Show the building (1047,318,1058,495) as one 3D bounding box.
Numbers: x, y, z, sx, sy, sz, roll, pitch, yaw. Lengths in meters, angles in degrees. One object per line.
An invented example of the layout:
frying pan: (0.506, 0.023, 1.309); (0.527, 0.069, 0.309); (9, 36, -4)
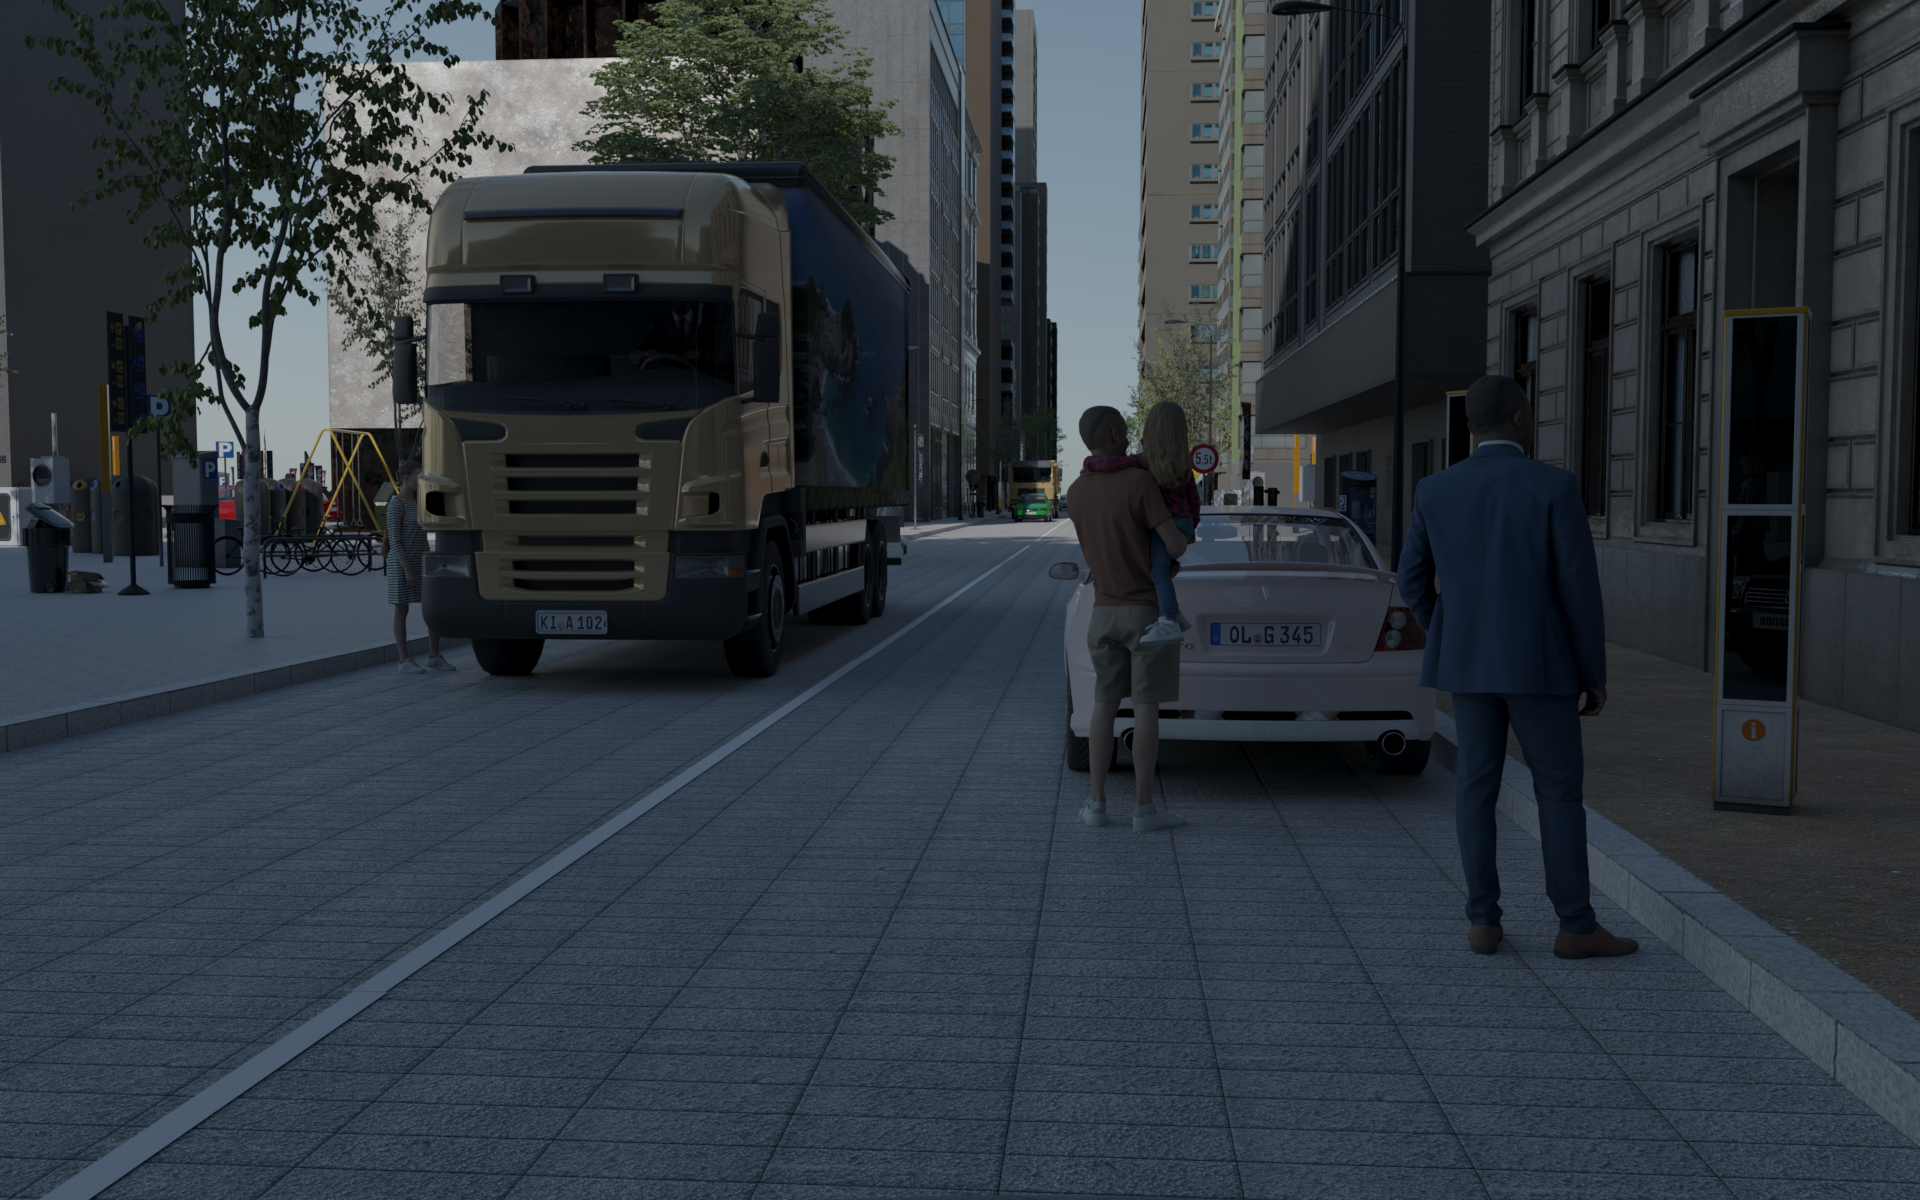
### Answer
building: (8.561, -31.121, 280.530); (14.160, 30.474, 14.107); (0, 4, 5)

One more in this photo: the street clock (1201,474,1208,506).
street clock: (8.197, -3.247, 57.655); (0.358, 2.002, 0.471); (0, 4, -3)

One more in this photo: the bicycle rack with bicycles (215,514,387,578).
bicycle rack with bicycles: (-10.387, -0.867, 27.562); (2.925, 0.926, 2.852); (-2, 4, -25)

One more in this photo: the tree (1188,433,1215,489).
tree: (11.055, -6.155, 84.354); (4.285, 4.588, 4.351); (0, 3, 0)

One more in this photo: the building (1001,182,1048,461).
building: (3.885, -32.891, 221.355); (14.154, 41.232, 14.086); (0, 4, 5)

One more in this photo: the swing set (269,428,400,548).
swing set: (-15.075, -2.749, 42.564); (2.862, 2.851, 3.119); (0, 4, 0)

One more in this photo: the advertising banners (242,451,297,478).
advertising banners: (-26.558, -4.317, 66.776); (2.074, 3.025, 0.090); (-1, 4, -11)

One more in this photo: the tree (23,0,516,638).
tree: (-6.278, -3.984, 15.502); (4.737, 8.622, 4.395); (0, 3, 0)

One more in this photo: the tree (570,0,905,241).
tree: (-4.597, -7.157, 35.137); (7.486, 12.596, 7.792); (0, 3, 0)

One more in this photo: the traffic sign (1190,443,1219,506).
traffic sign: (6.154, -2.667, 43.707); (0.768, 2.556, 0.104); (1, 4, 14)

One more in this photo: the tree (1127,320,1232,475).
tree: (9.047, -7.532, 73.513); (4.737, 8.622, 4.395); (0, 3, 0)

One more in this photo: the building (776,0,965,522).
building: (-6.544, -16.541, 88.464); (12.078, 24.808, 19.932); (0, 4, 5)

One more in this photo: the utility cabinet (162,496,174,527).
utility cabinet: (-30.709, -3.405, 66.827); (1.020, 1.237, 0.306); (-2, 4, -34)

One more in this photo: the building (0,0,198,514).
building: (-44.393, -16.663, 65.953); (24.014, 27.812, 14.314); (0, 4, 5)

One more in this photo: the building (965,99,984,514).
building: (-5.842, -19.721, 108.343); (13.634, 28.700, 20.117); (0, 4, 5)

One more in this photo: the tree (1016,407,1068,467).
tree: (8.978, -17.125, 205.753); (9.928, 11.665, 9.643); (0, 3, 0)

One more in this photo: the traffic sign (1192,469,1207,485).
traffic sign: (6.254, -2.599, 46.131); (0.795, 2.450, 0.064); (0, 4, 5)

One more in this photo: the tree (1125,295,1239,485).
tree: (8.321, -6.915, 63.428); (4.360, 8.622, 3.978); (0, 3, 0)

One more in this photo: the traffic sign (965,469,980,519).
traffic sign: (0.644, -5.424, 88.794); (0.768, 2.556, 0.104); (1, 4, 14)

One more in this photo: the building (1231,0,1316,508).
building: (20.775, -24.674, 87.022); (14.154, 41.232, 14.086); (0, 4, 5)

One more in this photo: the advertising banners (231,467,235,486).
advertising banners: (-46.301, -7.026, 111.061); (0.090, 3.025, 2.074); (0, 4, 0)

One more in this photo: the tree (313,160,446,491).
tree: (-12.108, -5.372, 38.187); (4.360, 8.622, 3.978); (0, 3, 0)

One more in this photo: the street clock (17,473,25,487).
street clock: (-32.237, -3.359, 59.490); (0.358, 2.002, 0.471); (-2, 4, -28)

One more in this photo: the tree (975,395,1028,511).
tree: (2.975, -10.870, 128.093); (4.360, 8.622, 3.978); (0, 3, 0)

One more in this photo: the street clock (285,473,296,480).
street clock: (-23.316, -3.411, 60.333); (0.358, 2.002, 0.471); (0, 4, -3)

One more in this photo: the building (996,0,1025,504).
building: (-3.965, -53.230, 182.974); (22.319, 86.520, 31.000); (0, 4, 5)

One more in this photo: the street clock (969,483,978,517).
street clock: (0.744, -5.607, 96.237); (0.471, 2.002, 0.358); (-1, 4, -15)

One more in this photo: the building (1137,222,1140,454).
building: (38.967, -39.804, 270.402); (23.786, 49.044, 30.456); (0, 4, 5)

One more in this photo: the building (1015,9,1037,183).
building: (3.443, -50.402, 262.327); (20.563, 71.187, 20.611); (0, 4, 5)

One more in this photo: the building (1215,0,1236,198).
building: (29.961, -25.886, 115.122); (32.217, 40.220, 23.993); (0, 4, 5)

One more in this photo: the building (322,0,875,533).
building: (-11.763, -12.045, 64.393); (16.820, 18.784, 16.811); (0, 4, 5)

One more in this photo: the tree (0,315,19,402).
tree: (-27.459, -5.842, 45.872); (4.360, 8.622, 3.978); (0, 3, 0)

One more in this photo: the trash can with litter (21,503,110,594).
trash can with litter: (-11.617, -0.682, 22.537); (1.055, 1.170, 0.624); (0, 4, 7)

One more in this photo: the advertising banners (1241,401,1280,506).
advertising banners: (5.806, -2.287, 33.574); (0.090, 3.025, 2.074); (2, 4, 31)

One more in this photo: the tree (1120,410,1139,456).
tree: (21.373, -17.628, 213.968); (9.928, 11.665, 9.643); (0, 3, 0)

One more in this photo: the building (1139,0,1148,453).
building: (25.587, -31.616, 140.619); (21.300, 48.544, 21.600); (0, 4, 5)

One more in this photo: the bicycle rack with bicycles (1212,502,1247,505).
bicycle rack with bicycles: (11.528, -3.738, 74.506); (2.925, 0.926, 2.852); (-2, 4, -27)

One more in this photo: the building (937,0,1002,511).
building: (-4.042, -29.780, 137.008); (14.600, 45.320, 14.200); (0, 4, 5)

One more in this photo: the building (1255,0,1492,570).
building: (13.673, -14.575, 31.816); (14.314, 27.812, 24.014); (0, 4, 5)

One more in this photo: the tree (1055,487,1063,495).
tree: (14.644, -16.288, 260.910); (1.663, 3.219, 1.824); (0, 3, 0)

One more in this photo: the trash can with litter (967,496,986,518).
trash can with litter: (0.902, -5.060, 94.123); (1.055, 1.170, 0.624); (0, 4, -2)

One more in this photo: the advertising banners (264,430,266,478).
advertising banners: (-19.129, -3.154, 47.757); (0.090, 3.025, 2.074); (-1, 4, -20)

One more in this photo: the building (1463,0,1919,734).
building: (10.025, -8.934, 10.700); (10.561, 19.102, 19.286); (0, 4, 5)

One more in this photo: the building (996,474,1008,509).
building: (-11.401, -28.442, 156.905); (32.217, 40.220, 23.993); (0, 4, 5)

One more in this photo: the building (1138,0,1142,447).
building: (30.019, -39.484, 187.566); (21.231, 58.520, 28.212); (0, 4, 5)

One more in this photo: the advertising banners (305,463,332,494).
advertising banners: (-35.644, -6.174, 97.129); (2.074, 3.025, 0.090); (-2, 4, -35)

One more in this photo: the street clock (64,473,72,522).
street clock: (-30.212, -3.306, 58.620); (0.358, 2.002, 0.471); (-3, 5, -43)

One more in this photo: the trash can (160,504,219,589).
trash can: (-10.483, -0.732, 23.615); (0.748, 1.137, 0.748); (0, 3, 0)
